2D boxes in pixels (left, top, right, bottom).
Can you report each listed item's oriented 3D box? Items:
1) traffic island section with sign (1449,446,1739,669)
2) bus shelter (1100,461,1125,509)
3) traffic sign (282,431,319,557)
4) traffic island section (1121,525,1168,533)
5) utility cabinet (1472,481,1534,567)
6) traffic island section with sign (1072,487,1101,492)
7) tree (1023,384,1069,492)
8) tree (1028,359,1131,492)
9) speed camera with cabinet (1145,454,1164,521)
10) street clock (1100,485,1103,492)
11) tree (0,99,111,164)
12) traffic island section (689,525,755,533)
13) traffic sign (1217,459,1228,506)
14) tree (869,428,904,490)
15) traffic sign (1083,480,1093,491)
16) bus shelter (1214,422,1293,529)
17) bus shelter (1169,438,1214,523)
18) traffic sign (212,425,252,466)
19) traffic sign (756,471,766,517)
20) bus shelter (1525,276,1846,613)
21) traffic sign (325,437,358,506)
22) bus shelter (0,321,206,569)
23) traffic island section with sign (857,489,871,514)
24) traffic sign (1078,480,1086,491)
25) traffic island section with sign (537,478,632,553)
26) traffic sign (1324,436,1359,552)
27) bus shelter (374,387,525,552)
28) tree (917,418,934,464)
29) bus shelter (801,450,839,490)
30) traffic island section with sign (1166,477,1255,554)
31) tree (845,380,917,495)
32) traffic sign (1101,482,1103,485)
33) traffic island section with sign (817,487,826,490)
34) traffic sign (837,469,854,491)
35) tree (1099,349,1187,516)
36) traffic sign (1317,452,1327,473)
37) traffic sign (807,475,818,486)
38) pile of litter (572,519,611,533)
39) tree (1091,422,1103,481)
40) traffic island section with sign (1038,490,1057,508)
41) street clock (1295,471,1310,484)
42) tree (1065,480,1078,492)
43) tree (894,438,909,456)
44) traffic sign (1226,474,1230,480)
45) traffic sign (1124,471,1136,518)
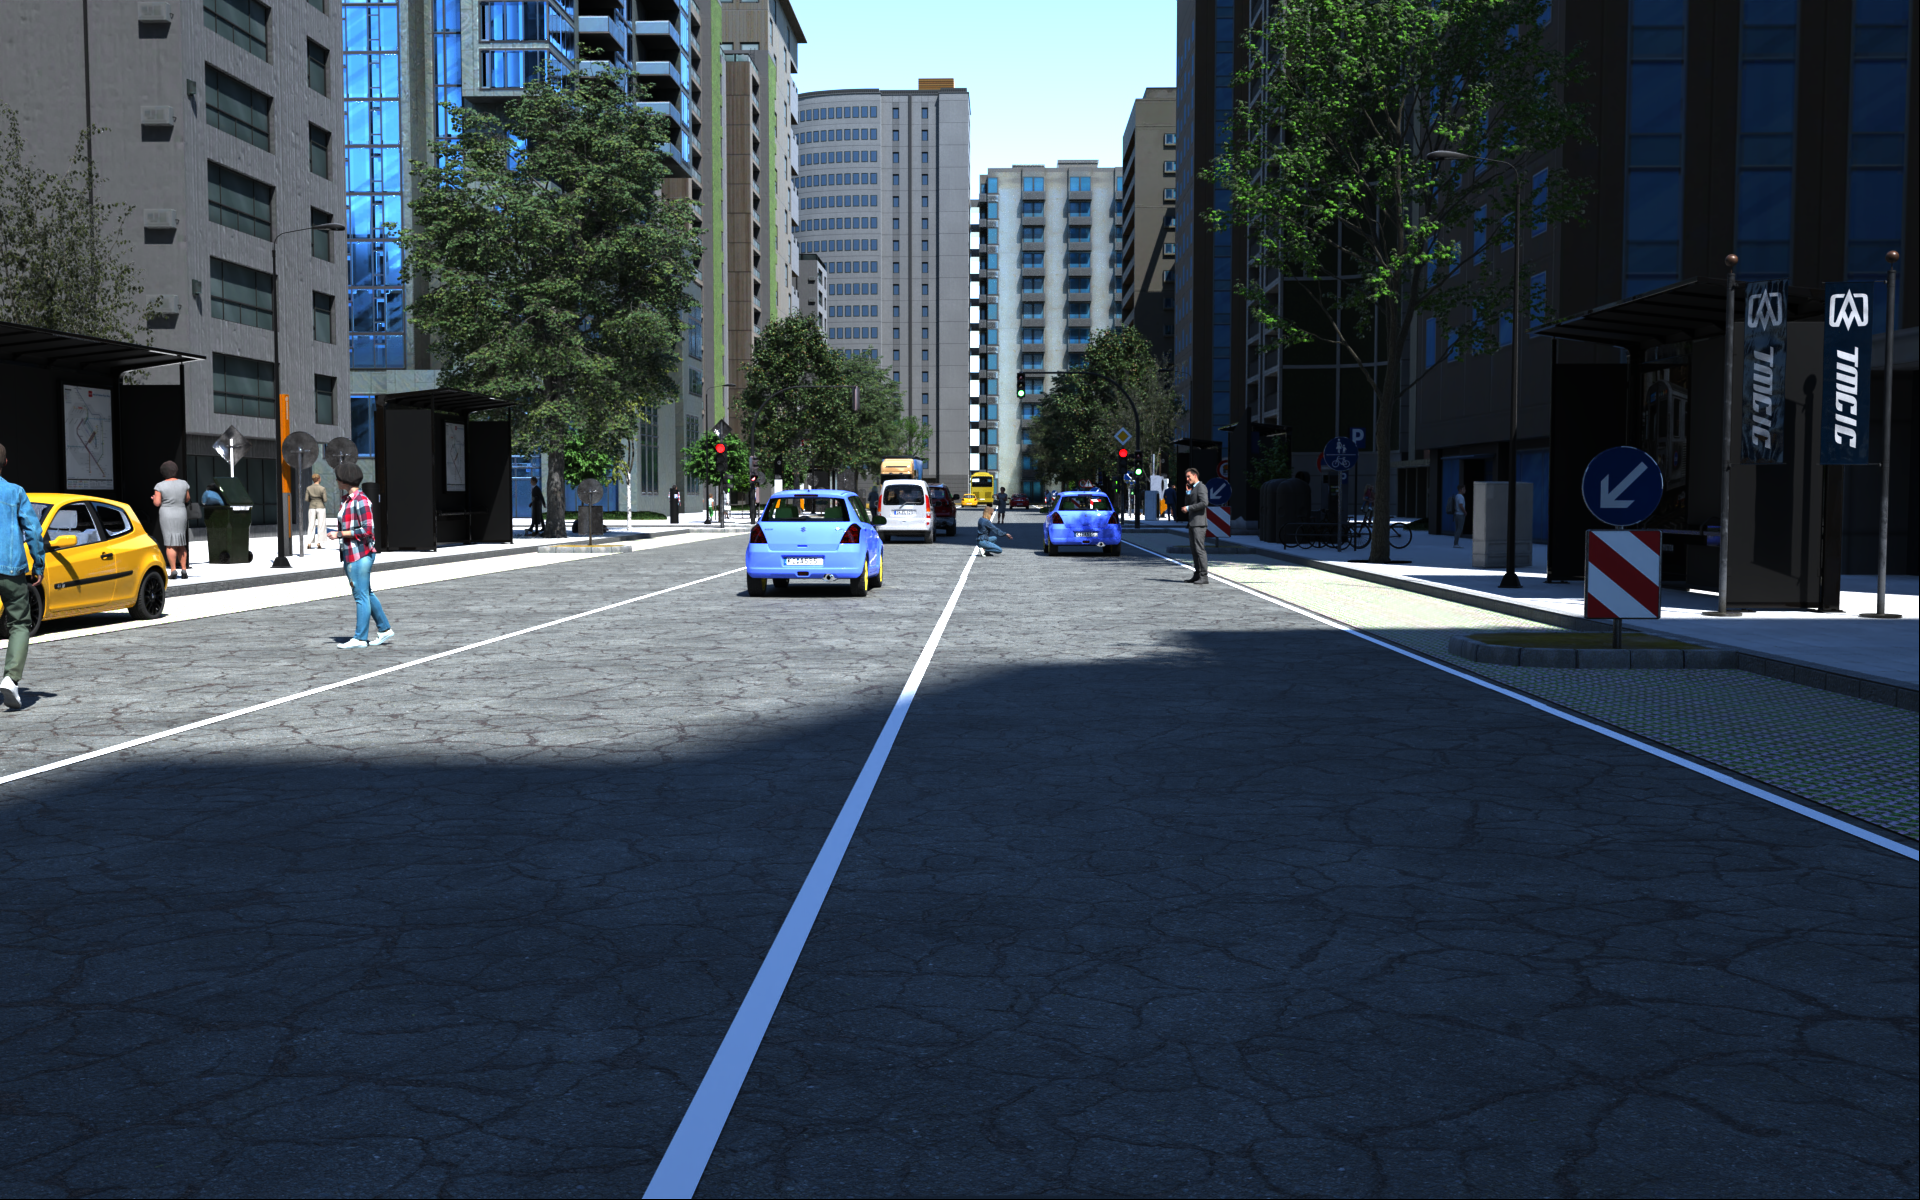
[{"bbox_3d":[5.372,-0.393,15.054,1.989,1.847,2.006,0,4,1],"label":"traffic island section with sign"},{"bbox_3d":[10.999,-8.204,125.425,1.731,3.624,6.357,0,4,1],"label":"bus shelter"},{"bbox_3d":[-13.382,-2.143,35.137,0.768,2.556,0.104,0,4,3],"label":"traffic sign"},{"bbox_3d":[6.614,-2.581,64.473,2.009,0.180,2.903,0,4,1],"label":"traffic island section"},{"bbox_3d":[9.463,-1.313,30.154,1.173,1.500,0.318,-2,4,-31],"label":"utility cabinet"},{"bbox_3d":[7.447,-5.408,97.046,1.989,1.847,2.006,0,4,1],"label":"traffic island section with sign"},{"bbox_3d":[11.709,-17.088,189.766,12.009,13.543,11.850,0,3,0],"label":"tree"},{"bbox_3d":[11.867,-15.480,159.747,9.857,13.997,8.962,0,3,0],"label":"tree"},{"bbox_3d":[9.500,-5.519,84.576,0.660,3.252,2.038,1,4,17],"label":"speed camera with cabinet"},{"bbox_3d":[11.454,-8.292,140.146,0.358,2.002,0.471,1,4,16],"label":"street clock"},{"bbox_3d":[-17.042,-4.990,31.949,4.360,8.622,3.978,0,3,0],"label":"tree"},{"bbox_3d":[-8.922,-2.605,64.870,2.009,0.180,2.903,0,4,1],"label":"traffic island section"},{"bbox_3d":[9.837,-3.898,63.846,0.768,2.556,0.104,0,4,6],"label":"traffic sign"},{"bbox_3d":[-7.970,-14.163,181.922,4.737,8.622,4.395,0,3,0],"label":"tree"},{"bbox_3d":[10.388,-8.575,140.202,0.884,2.594,0.081,0,4,4],"label":"traffic sign"},{"bbox_3d":[9.999,-4.137,58.915,1.731,3.624,6.357,0,4,1],"label":"bus shelter"},{"bbox_3d":[10.182,-5.121,75.017,1.731,3.624,6.357,0,4,1],"label":"bus shelter"},{"bbox_3d":[-13.850,-2.033,32.975,0.795,2.593,0.064,0,4,5],"label":"traffic sign"},{"bbox_3d":[-11.246,-5.920,96.890,0.768,2.556,0.104,0,4,2],"label":"traffic sign"},{"bbox_3d":[8.871,-1.866,21.786,1.731,3.624,6.357,0,4,1],"label":"bus shelter"},{"bbox_3d":[-13.794,-2.356,38.632,0.768,2.556,0.104,0,4,4],"label":"traffic sign"},{"bbox_3d":[-13.788,-2.159,26.588,1.731,3.624,6.357,0,4,2],"label":"bus shelter"},{"bbox_3d":[-7.064,-7.148,125.502,1.989,1.847,2.006,0,4,1],"label":"traffic island section with sign"},{"bbox_3d":[10.411,-8.963,146.648,0.768,2.556,0.104,0,4,5],"label":"traffic sign"},{"bbox_3d":[-9.160,-2.077,42.584,1.989,1.847,2.006,0,4,1],"label":"traffic island section with sign"},{"bbox_3d":[8.428,-2.342,38.398,0.768,2.556,0.104,0,4,2],"label":"traffic sign"},{"bbox_3d":[-12.034,-3.059,41.293,1.731,3.624,6.357,0,4,1],"label":"bus shelter"},{"bbox_3d":[-7.513,-18.006,220.160,9.928,11.665,9.643,0,3,0],"label":"tree"},{"bbox_3d":[-10.339,-9.191,127.898,2.179,5.291,8.768,0,4,2],"label":"bus shelter"},{"bbox_3d":[6.047,-2.041,42.001,1.989,1.847,2.006,0,4,1],"label":"traffic island section with sign"},{"bbox_3d":[-9.646,-14.242,158.615,9.928,11.665,9.643,0,3,0],"label":"tree"},{"bbox_3d":[11.892,-8.918,147.931,0.606,2.300,0.079,0,4,8],"label":"traffic sign"},{"bbox_3d":[-7.783,-5.432,97.440,1.989,1.847,2.006,0,4,1],"label":"traffic island section with sign"},{"bbox_3d":[-9.643,-8.935,139.963,2.265,3.308,0.079,1,4,10],"label":"traffic sign"},{"bbox_3d":[9.774,-8.442,88.384,4.360,8.622,3.978,0,3,0],"label":"tree"},{"bbox_3d":[10.626,-3.038,49.777,0.768,2.556,0.104,1,4,11],"label":"traffic sign"},{"bbox_3d":[-9.775,-7.022,114.908,0.768,2.556,0.104,0,4,8],"label":"traffic sign"},{"bbox_3d":[-12.157,-2.652,57.326,1.176,0.858,1.719,2,4,34],"label":"pile of litter"},{"bbox_3d":[11.154,-11.220,133.801,4.737,8.622,4.395,0,3,0],"label":"tree"},{"bbox_3d":[10.080,-11.792,201.425,1.989,1.847,2.006,0,4,1],"label":"traffic island section with sign"},{"bbox_3d":[10.811,-3.066,54.695,0.358,2.002,0.471,-2,4,-31],"label":"street clock"},{"bbox_3d":[12.849,-12.567,200.076,1.663,3.219,1.824,0,3,0],"label":"tree"},{"bbox_3d":[-7.941,-15.809,208.838,4.360,8.622,3.978,0,3,0],"label":"tree"},{"bbox_3d":[10.201,-3.882,63.475,0.884,2.594,0.081,0,4,7],"label":"traffic sign"},{"bbox_3d":[9.228,-5.716,93.563,0.768,2.556,0.104,0,4,7],"label":"traffic sign"}]
